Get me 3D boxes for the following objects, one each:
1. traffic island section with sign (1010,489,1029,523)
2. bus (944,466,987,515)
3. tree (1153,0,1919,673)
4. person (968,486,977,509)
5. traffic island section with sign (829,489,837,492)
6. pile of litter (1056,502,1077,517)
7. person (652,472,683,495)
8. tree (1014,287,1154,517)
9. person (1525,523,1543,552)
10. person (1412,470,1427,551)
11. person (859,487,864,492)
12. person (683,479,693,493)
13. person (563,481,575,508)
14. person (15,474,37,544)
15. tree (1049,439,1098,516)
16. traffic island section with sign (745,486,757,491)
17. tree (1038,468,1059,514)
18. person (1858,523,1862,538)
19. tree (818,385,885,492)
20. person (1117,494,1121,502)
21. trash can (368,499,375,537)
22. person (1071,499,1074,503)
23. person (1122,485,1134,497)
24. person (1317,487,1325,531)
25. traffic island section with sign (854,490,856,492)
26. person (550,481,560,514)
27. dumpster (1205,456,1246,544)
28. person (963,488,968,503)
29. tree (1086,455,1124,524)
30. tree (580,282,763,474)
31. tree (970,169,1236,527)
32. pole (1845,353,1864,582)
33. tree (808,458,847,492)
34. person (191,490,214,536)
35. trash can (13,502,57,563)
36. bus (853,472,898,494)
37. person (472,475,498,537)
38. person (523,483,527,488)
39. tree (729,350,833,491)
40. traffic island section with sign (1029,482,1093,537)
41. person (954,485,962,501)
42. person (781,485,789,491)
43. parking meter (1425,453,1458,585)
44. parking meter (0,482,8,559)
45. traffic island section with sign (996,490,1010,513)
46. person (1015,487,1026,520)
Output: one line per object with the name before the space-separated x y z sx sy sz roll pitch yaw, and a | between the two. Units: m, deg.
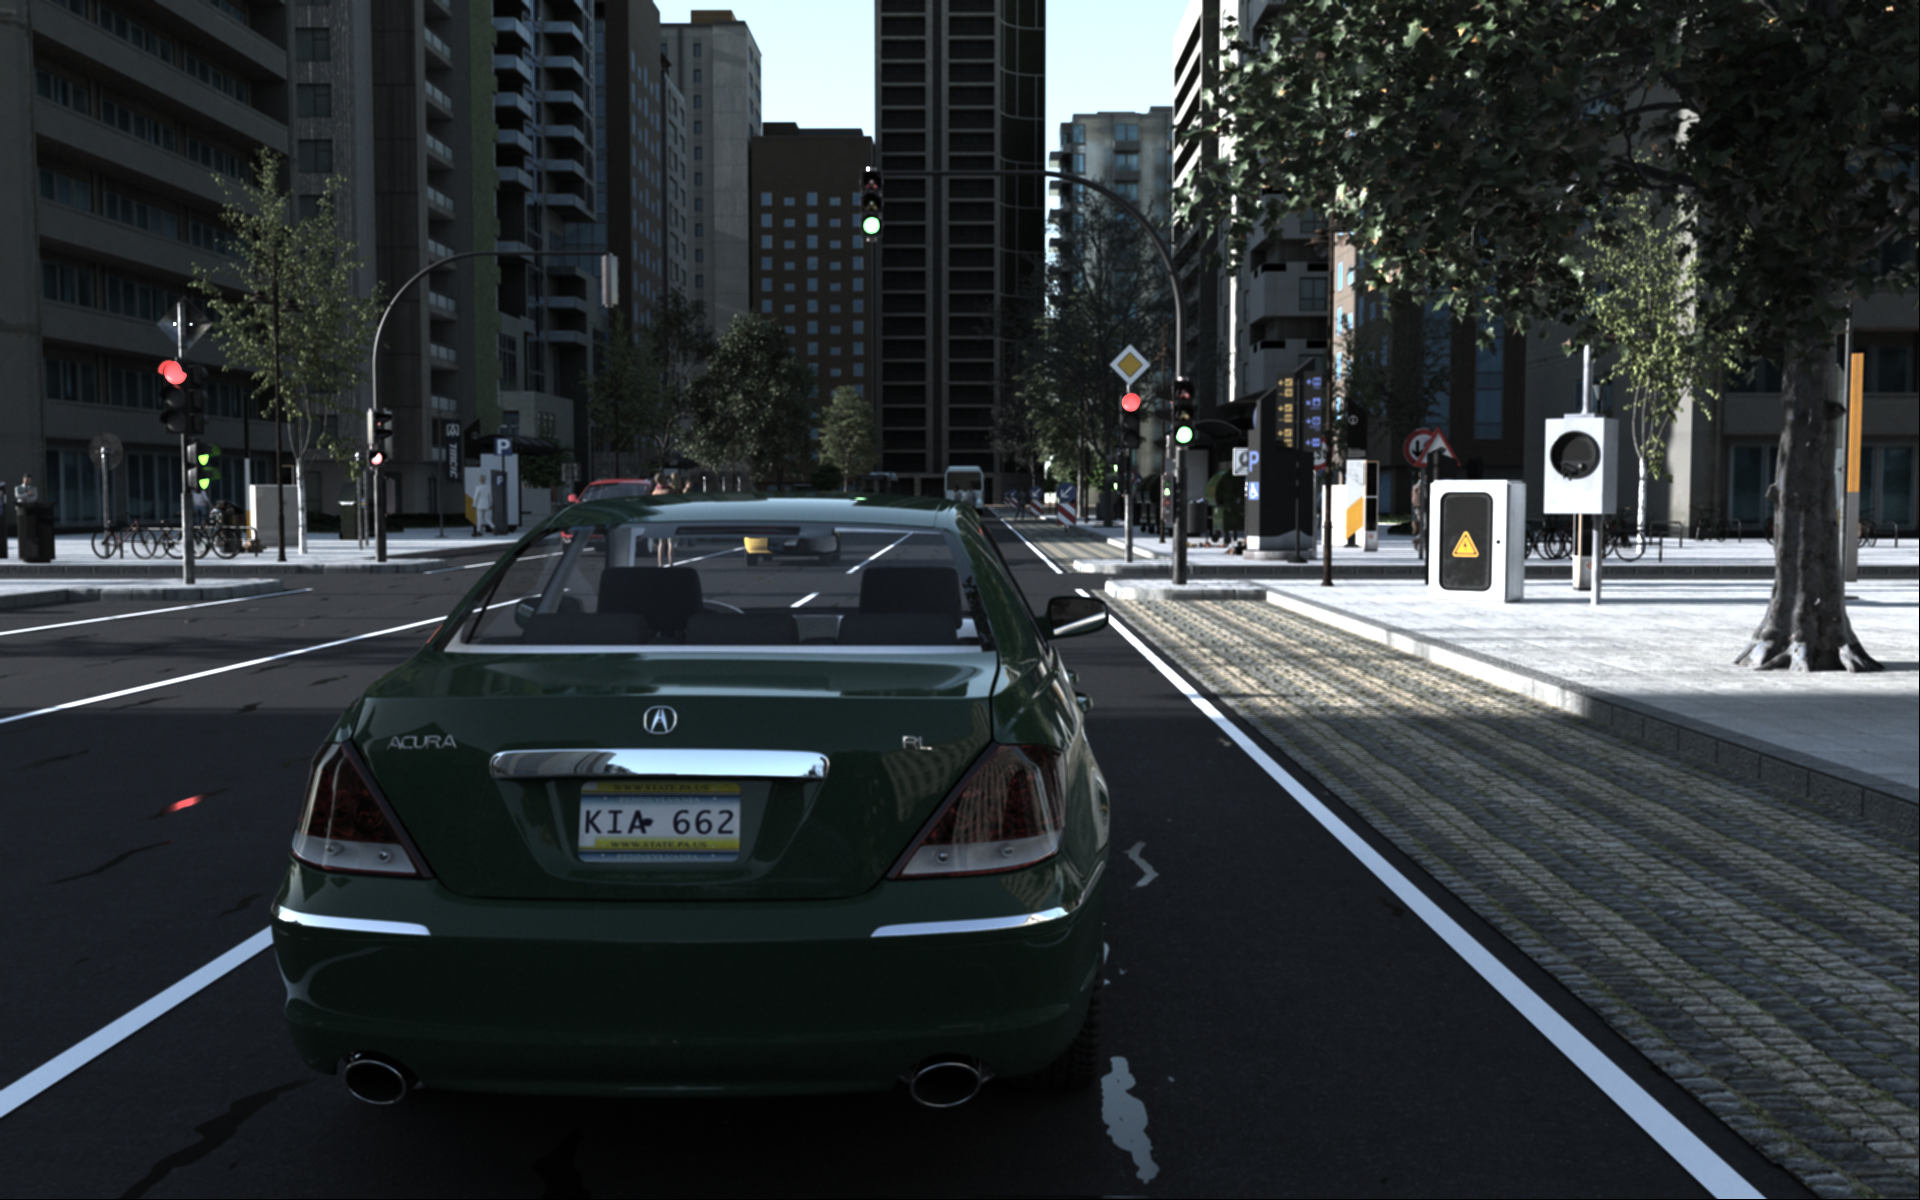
traffic island section with sign | 3.636 -4.713 85.682 1.989 1.847 2.006 0 4 0
bus | 0.371 -7.671 120.281 2.948 3.499 13.247 0 4 1
tree | 6.186 -5.842 12.528 9.611 12.733 9.660 0 3 0
person | 0.639 -4.732 85.708 0.795 1.843 0.661 -3 5 -41
traffic island section with sign | -9.797 -7.696 134.451 1.989 1.847 2.006 0 4 0
pile of litter | 6.269 -5.159 98.318 1.719 0.858 1.176 0 4 -3
person | -5.316 -1.421 31.701 0.580 1.828 0.573 -1 4 -20
tree | 6.720 -10.788 94.515 7.486 12.596 7.792 0 3 0
person | 11.742 -1.540 36.725 0.738 1.151 1.012 -2 4 -27
person | 10.556 -2.054 39.597 0.822 1.834 0.622 -2 4 -29
person | -4.993 -4.772 86.916 0.834 1.777 0.661 2 4 31
person | -7.466 -2.375 47.235 0.656 1.842 0.836 3 4 36
person | -15.031 -3.665 66.457 0.782 1.767 0.515 3 5 43
person | -23.856 -2.328 44.291 0.466 1.800 0.511 3 5 42
tree | 6.928 -7.284 102.810 4.285 4.588 4.351 0 3 0
traffic island section with sign | -10.200 -4.650 84.653 1.989 1.847 2.006 0 4 0
tree | 6.725 -8.204 128.743 1.663 3.219 1.824 0 3 0
person | 18.458 -1.855 36.340 0.622 1.834 0.822 -1 4 -17
tree | -11.487 -16.050 180.537 7.486 12.596 7.792 0 3 0
person | 12.351 -7.667 132.118 1.217 1.735 0.721 0 4 -1
trash can | -17.601 -2.451 51.719 0.748 1.137 0.748 0 3 0
person | 10.536 -9.557 162.323 1.348 1.821 0.705 -3 5 -40
person | 7.713 -4.456 79.258 0.532 1.782 0.716 1 4 19
person | 12.621 -3.182 59.871 0.589 1.601 0.330 2 4 24
traffic island section with sign | -9.584 -9.344 161.406 1.989 1.847 2.006 0 4 0
person | -17.604 -4.216 74.949 0.573 1.828 0.580 -2 4 -24
dumpster | 7.246 -2.597 44.950 1.502 2.255 1.985 0 4 0
person | 0.285 -5.935 105.770 0.641 1.798 0.478 0 4 -6
tree | 6.147 -4.848 73.869 1.663 3.219 1.824 0 3 0
tree | -13.106 -8.670 76.173 7.601 10.594 8.767 2 4 34
tree | 5.595 -9.558 66.643 12.009 13.543 11.850 0 3 0
pole | 12.998 -1.917 25.185 0.158 3.312 0.155 0 3 0
tree | -12.779 -11.402 170.138 4.285 4.588 4.351 0 3 0
person | -23.116 -2.817 52.779 0.731 1.740 0.598 -1 4 -13
trash can | -17.204 -1.260 32.251 0.748 1.137 0.748 0 3 0
bus | -6.780 -9.020 142.336 2.948 3.499 13.247 0 4 2
person | -14.091 -2.778 51.343 0.818 1.842 0.514 1 4 15
person | -20.094 -4.484 79.692 0.444 1.785 0.601 -3 5 -43
tree | -12.558 -11.905 120.400 9.928 11.665 9.643 0 3 0
traffic island section with sign | 3.409 -3.016 57.945 1.989 1.847 2.006 0 4 0
person | -0.063 -3.738 69.896 0.850 1.792 0.678 -1 4 -9
person | -6.265 -3.201 61.432 0.593 1.750 0.643 0 4 7
parking meter | 6.830 -1.152 24.554 0.399 1.863 0.255 -2 4 -26
parking meter | -19.134 -1.588 34.377 0.372 1.533 0.369 0 3 0
traffic island section with sign | 4.030 -7.688 134.330 1.989 1.847 2.006 0 4 0
person | 3.172 -5.029 90.997 0.520 1.790 0.573 -3 4 -38
